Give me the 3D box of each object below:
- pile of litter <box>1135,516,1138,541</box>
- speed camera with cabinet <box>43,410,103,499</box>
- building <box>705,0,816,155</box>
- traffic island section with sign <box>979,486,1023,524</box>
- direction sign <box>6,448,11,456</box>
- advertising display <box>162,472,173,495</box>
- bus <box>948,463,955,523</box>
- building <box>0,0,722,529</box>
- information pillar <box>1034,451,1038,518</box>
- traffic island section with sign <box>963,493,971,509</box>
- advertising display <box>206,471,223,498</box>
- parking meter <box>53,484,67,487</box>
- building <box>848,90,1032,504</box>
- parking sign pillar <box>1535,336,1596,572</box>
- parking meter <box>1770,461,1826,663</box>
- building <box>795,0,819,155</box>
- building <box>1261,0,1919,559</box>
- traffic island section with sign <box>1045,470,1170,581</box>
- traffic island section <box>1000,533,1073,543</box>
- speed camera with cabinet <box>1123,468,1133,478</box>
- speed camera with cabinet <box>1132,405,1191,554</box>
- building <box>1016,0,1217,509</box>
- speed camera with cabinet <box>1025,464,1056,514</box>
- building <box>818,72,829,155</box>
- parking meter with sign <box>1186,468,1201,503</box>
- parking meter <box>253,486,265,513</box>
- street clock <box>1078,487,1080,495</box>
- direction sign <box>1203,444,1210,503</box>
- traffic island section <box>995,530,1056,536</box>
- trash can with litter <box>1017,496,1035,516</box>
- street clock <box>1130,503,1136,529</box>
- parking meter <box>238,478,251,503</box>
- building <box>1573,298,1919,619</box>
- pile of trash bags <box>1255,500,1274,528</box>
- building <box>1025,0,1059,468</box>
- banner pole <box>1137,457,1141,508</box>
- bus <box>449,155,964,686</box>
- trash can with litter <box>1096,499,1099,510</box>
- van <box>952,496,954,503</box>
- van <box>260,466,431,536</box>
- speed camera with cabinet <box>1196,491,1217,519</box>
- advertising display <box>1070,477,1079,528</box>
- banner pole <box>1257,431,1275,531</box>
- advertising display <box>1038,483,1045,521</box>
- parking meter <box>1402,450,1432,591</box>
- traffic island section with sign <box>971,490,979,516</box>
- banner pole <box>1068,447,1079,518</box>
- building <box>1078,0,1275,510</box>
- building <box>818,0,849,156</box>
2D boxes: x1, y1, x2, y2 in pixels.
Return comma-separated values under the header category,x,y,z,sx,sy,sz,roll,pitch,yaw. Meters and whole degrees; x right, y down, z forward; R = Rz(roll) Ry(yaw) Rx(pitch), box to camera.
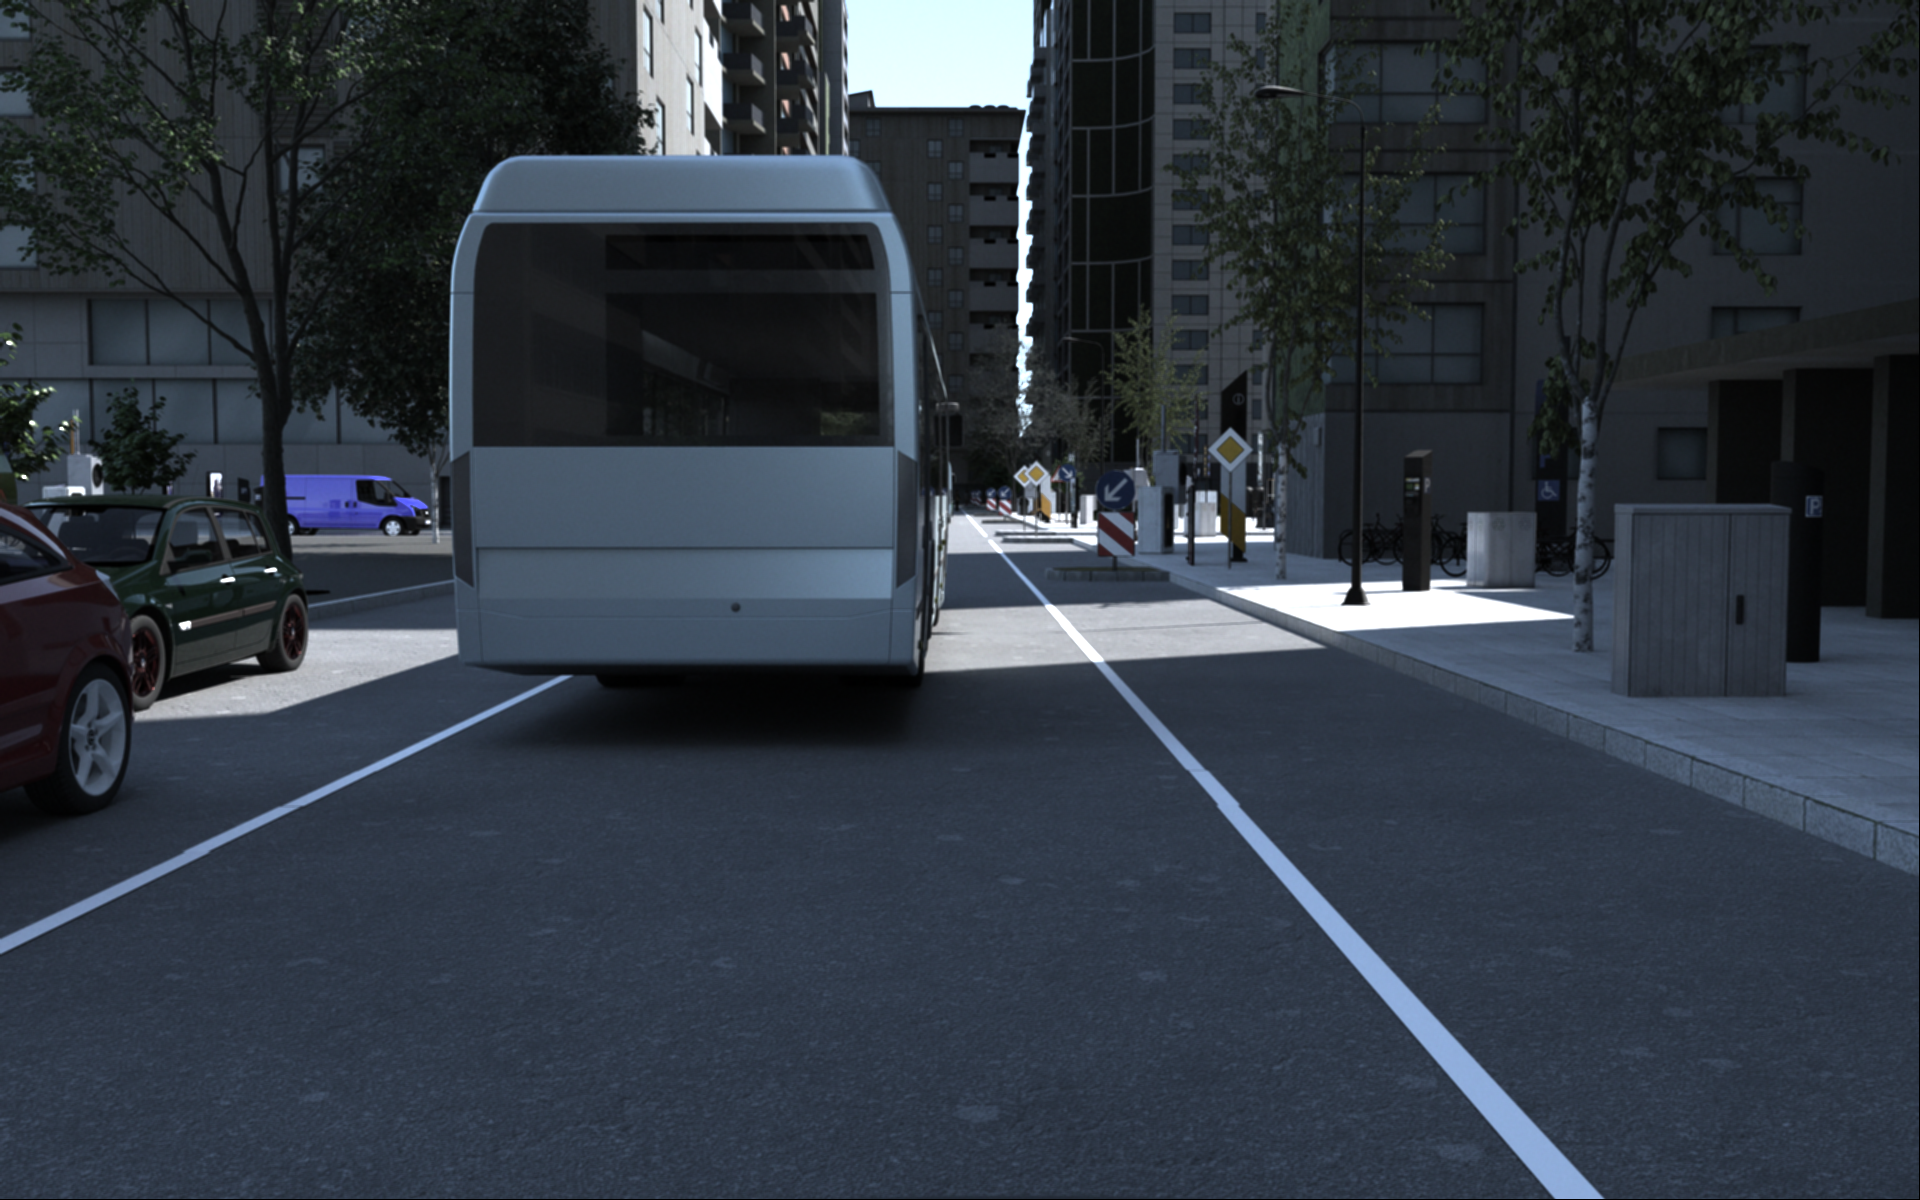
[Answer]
category,x,y,z,sx,sy,sz,roll,pitch,yaw
pile of litter,4.838,-2.062,47.675,1.176,0.858,1.719,2,4,35
speed camera with cabinet,-20.445,-2.790,39.950,0.660,3.252,2.038,0,4,-5
building,-21.190,-28.149,114.863,22.147,44.769,28.867,0,4,0
traffic island section with sign,2.070,-4.665,84.903,1.989,1.847,2.006,0,4,0
direction sign,-32.731,-4.089,58.855,0.876,3.537,0.379,-2,4,-33
advertising display,-20.036,-2.361,43.822,0.123,1.923,0.974,-1,4,-17
bus,-1.701,-5.702,88.082,2.948,3.499,13.247,0,4,0
building,-25.062,-29.671,74.358,28.713,52.752,27.495,0,4,0
information pillar,4.290,-6.309,94.503,0.504,3.616,0.183,2,4,34
traffic island section with sign,1.553,-9.350,161.493,1.989,1.847,2.006,0,4,0
advertising display,-21.291,-2.709,49.501,0.123,1.923,0.974,0,4,-4
parking meter,-22.255,-2.103,42.793,0.372,1.533,0.369,0,3,0
building,-3.265,-39.475,234.657,27.495,52.752,28.713,0,4,0
parking sign pillar,9.953,-2.485,29.099,1.447,3.967,1.447,1,4,23
parking meter,6.418,-0.299,13.308,0.372,1.533,0.369,0,3,0
building,-23.201,-31.871,144.795,21.300,48.544,21.600,0,4,0
building,14.123,-21.783,39.754,14.154,41.232,14.086,0,4,0
traffic island section with sign,2.458,-1.269,29.368,1.989,1.847,2.006,0,4,0
traffic island section,2.298,-1.803,51.756,2.009,0.180,2.903,0,4,0
speed camera with cabinet,6.903,-4.168,62.484,2.038,3.252,0.660,-2,4,-25
speed camera with cabinet,4.433,-2.659,37.808,0.660,3.252,2.038,1,4,22
building,16.702,-46.328,195.717,20.563,71.187,20.611,0,4,0
speed camera with cabinet,5.292,-7.308,113.822,2.038,3.252,0.660,0,4,1
building,-19.692,-29.312,162.852,14.154,41.232,14.086,0,4,0
parking meter with sign,15.311,-7.359,116.572,1.738,3.016,0.543,-1,4,-11
parking meter,-21.069,-2.676,52.162,0.372,1.533,0.369,0,3,0
street clock,7.477,-6.501,110.855,0.471,2.002,0.358,0,4,-3
direction sign,11.271,-5.334,79.209,0.379,3.537,0.876,2,4,27
traffic island section,2.243,-2.291,59.741,2.009,0.180,2.903,0,4,0
trash can with litter,3.934,-5.522,101.664,1.055,1.170,0.624,-2,4,-30
street clock,6.377,-3.629,63.897,0.358,2.002,0.471,-2,4,-27
parking meter,-25.404,-3.412,61.489,0.399,1.863,0.255,-2,4,-26
building,19.152,-21.625,8.193,22.147,44.769,28.867,0,4,0
pile of trash bags,12.689,-3.457,66.280,1.912,1.369,3.447,2,4,32
building,17.908,-33.719,170.915,23.786,49.044,30.456,0,4,0
banner pole,10.684,-6.948,103.624,0.401,3.779,0.863,-1,4,-11
bus,-1.462,-1.296,16.052,2.948,3.499,13.247,0,4,0
trash can with litter,9.687,-7.075,127.058,1.055,1.170,0.624,-1,4,-13
van,-1.680,-11.037,187.466,2.013,2.044,4.112,0,4,-2
van,-19.907,-3.172,56.253,5.245,2.365,2.240,0,4,-1
speed camera with cabinet,12.012,-5.729,88.007,2.038,3.252,0.660,-1,4,-10
advertising display,4.280,-3.656,64.993,0.123,1.923,0.974,-1,4,-9
banner pole,10.595,-4.328,60.776,0.401,3.779,0.863,2,4,33
advertising display,3.938,-4.663,81.453,0.123,1.923,0.974,2,4,29
parking meter,6.052,-1.053,22.926,0.255,1.863,0.399,3,4,38
traffic island section with sign,1.893,-6.314,111.857,1.989,1.847,2.006,0,4,0
banner pole,6.041,-6.226,91.806,0.863,3.779,0.401,-2,4,-34
building,16.818,-43.185,144.321,20.563,71.187,20.611,0,4,0
building,-26.895,-40.055,196.904,28.212,58.520,21.231,0,4,0
